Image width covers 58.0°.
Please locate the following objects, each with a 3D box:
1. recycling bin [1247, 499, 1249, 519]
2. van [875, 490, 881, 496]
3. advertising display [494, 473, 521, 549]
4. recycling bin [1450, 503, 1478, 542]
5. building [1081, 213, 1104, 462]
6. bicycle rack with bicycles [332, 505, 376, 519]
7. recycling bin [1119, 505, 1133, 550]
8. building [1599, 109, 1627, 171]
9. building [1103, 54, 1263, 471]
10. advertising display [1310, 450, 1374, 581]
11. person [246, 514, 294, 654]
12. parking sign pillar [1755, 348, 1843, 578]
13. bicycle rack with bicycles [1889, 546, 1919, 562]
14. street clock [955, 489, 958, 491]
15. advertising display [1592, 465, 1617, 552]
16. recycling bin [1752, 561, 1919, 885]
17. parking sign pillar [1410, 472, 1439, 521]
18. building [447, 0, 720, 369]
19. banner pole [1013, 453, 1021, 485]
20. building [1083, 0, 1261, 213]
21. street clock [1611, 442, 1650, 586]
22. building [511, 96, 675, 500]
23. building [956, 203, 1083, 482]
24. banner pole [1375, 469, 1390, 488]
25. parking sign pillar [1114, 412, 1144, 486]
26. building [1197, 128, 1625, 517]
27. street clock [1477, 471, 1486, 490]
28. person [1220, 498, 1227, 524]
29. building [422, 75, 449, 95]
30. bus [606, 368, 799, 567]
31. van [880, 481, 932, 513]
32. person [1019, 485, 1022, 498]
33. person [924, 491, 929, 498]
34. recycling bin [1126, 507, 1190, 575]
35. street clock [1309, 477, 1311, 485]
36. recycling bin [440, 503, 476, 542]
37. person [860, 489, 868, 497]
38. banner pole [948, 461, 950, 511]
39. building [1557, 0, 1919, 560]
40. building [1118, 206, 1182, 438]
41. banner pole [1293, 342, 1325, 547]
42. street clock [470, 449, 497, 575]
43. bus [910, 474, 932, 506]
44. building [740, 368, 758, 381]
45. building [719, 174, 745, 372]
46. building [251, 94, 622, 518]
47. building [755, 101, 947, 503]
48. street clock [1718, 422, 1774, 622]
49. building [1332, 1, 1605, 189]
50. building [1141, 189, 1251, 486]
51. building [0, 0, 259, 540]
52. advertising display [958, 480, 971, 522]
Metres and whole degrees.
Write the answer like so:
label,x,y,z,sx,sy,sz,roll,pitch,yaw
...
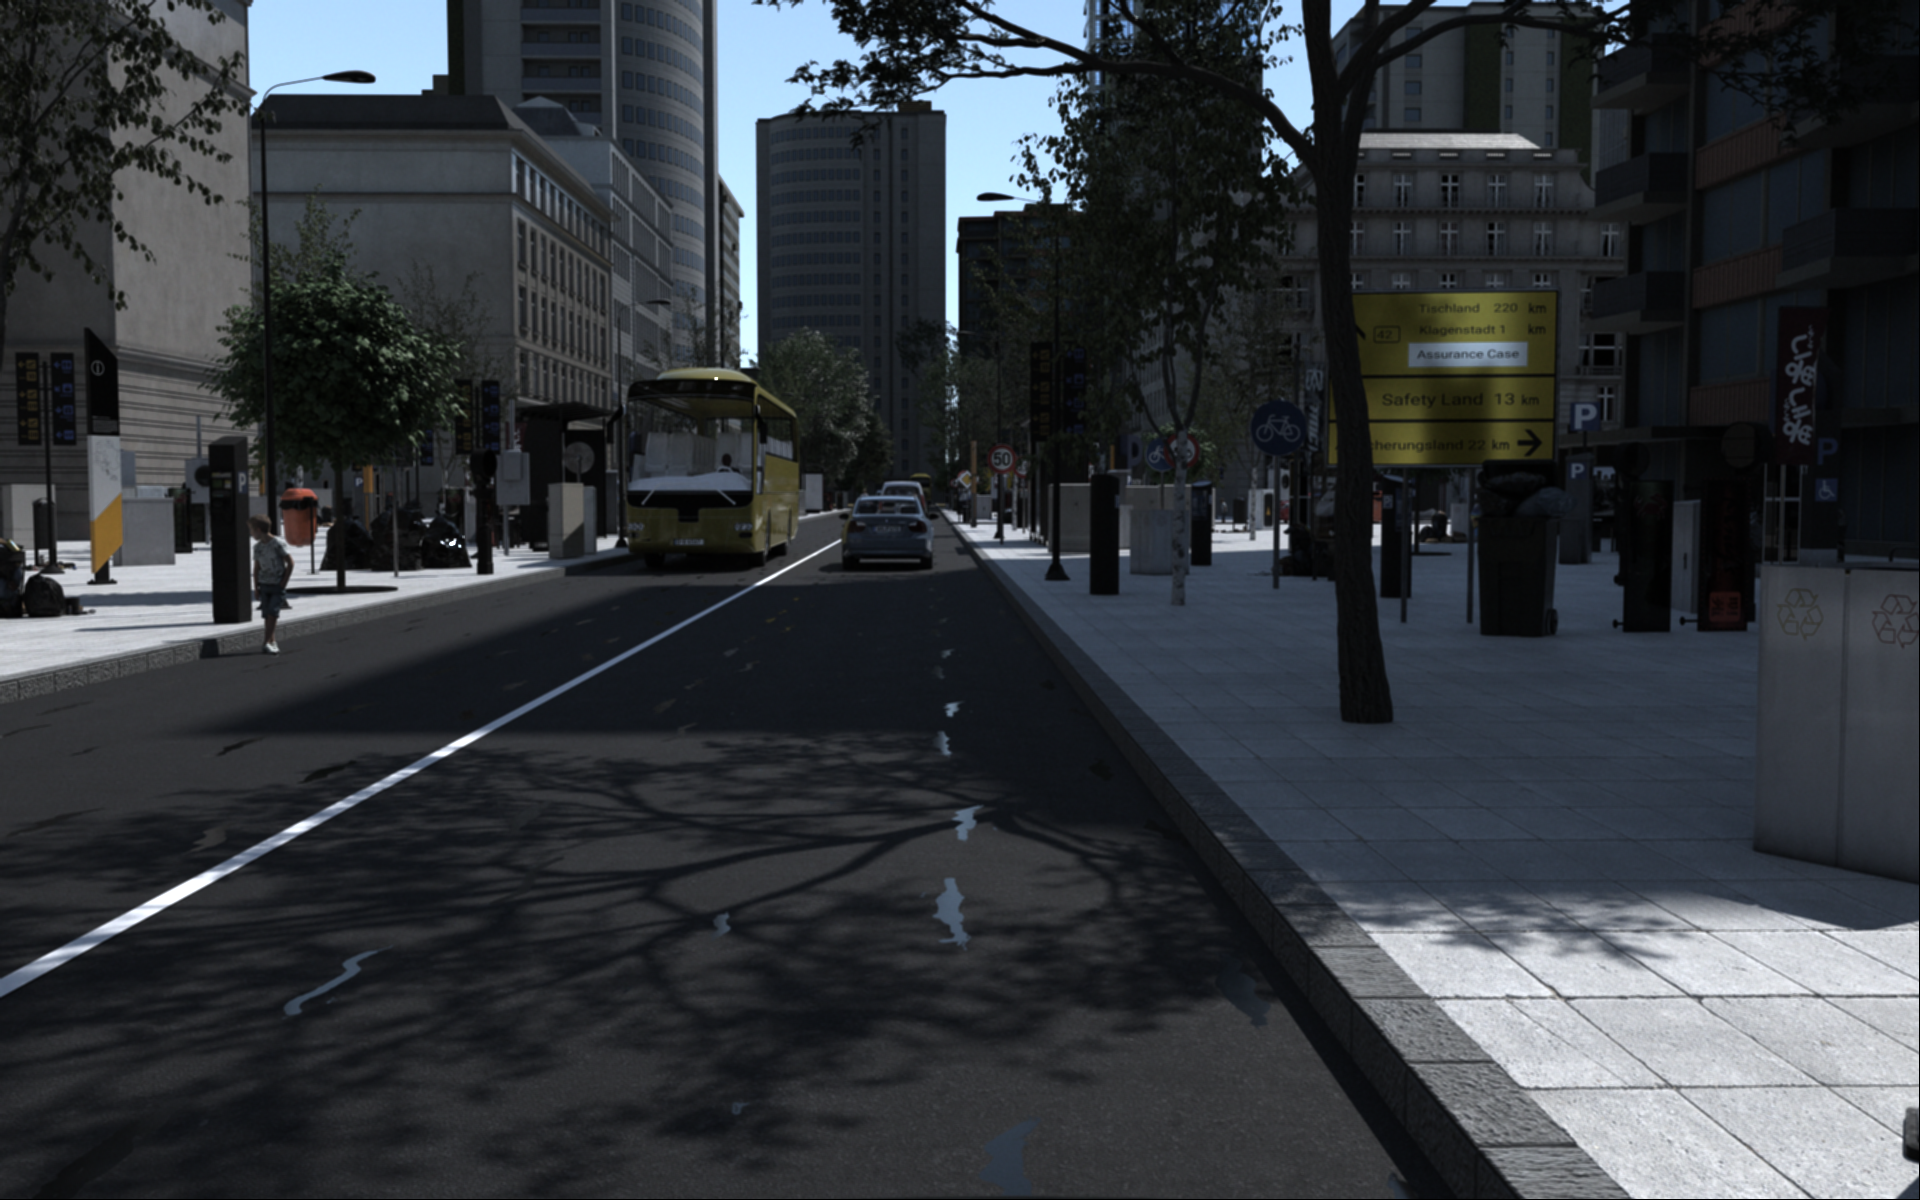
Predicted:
label,x,y,z,sx,sy,sz,roll,pitch,yaw
recycling bin,14.943,-4.601,87.779,0.722,1.027,0.722,-1,4,-21
van,-7.446,-9.844,167.968,2.013,2.044,4.112,0,4,-3
advertising display,-10.623,-2.169,40.675,0.123,1.923,0.974,1,4,18
recycling bin,13.657,-2.090,46.723,0.722,1.027,0.722,2,4,25
building,19.315,-24.938,179.440,14.160,30.474,14.107,0,4,-1
bicycle rack with bicycles,-28.056,-4.149,81.219,2.925,0.926,2.852,-1,4,-10
recycling bin,3.531,-1.694,40.244,0.722,1.027,0.722,3,5,41
building,48.825,-17.239,99.883,19.932,24.808,12.078,0,4,-1
building,20.557,-29.448,165.063,14.154,41.232,14.086,0,4,-1
advertising display,5.600,-1.237,25.438,0.974,1.923,0.123,3,5,41
person,-6.209,-0.148,15.607,0.352,1.250,0.332,-3,5,-45
parking sign pillar,12.909,-2.326,26.501,1.447,3.967,1.447,0,4,-4
bicycle rack with bicycles,13.250,-0.529,22.035,2.852,0.926,2.925,-1,4,-11
street clock,-0.245,-8.976,151.334,0.471,2.002,0.358,3,4,37
advertising display,14.023,-2.029,38.381,0.974,1.923,0.123,1,4,19
recycling bin,3.323,0.396,6.078,0.722,1.027,0.722,-2,4,-29
parking sign pillar,22.049,-5.719,81.984,1.447,3.967,1.447,-2,4,-25
building,-35.526,-38.273,167.755,21.231,58.520,28.212,0,4,-1
banner pole,3.095,-6.309,93.168,0.401,3.779,0.863,3,5,41
building,22.934,-54.303,200.523,22.319,86.520,31.000,0,4,-1
street clock,9.331,-1.197,24.144,0.471,2.002,0.358,-1,4,-19
building,-30.349,-22.016,137.449,11.434,29.767,29.804,0,4,-1
building,12.283,-37.243,263.550,28.867,44.769,22.147,0,4,-1
banner pole,34.381,-9.255,141.334,0.401,3.779,0.863,-3,5,-42
parking sign pillar,5.563,-4.190,56.972,1.447,3.967,1.447,2,4,34
building,26.676,-15.841,100.797,24.055,21.916,13.314,0,4,-1
street clock,15.815,-2.913,52.192,0.471,2.002,0.358,1,4,13
person,11.717,-3.908,77.078,0.352,1.250,0.332,2,4,33
building,-60.551,-35.555,205.033,21.600,48.544,21.300,0,4,-1
bus,-5.125,-2.805,37.403,2.896,3.916,12.252,0,4,-2
van,-1.945,-3.152,58.547,2.013,2.044,4.112,0,4,-1
person,2.553,-4.089,75.167,0.447,1.846,0.655,-1,4,-14
person,-3.769,-10.632,183.117,1.217,1.735,0.721,-2,4,-29
recycling bin,3.194,-0.927,27.716,0.722,1.027,0.722,-2,4,-25
street clock,13.664,-3.801,66.708,0.471,2.002,0.358,1,4,17
recycling bin,-13.518,-2.089,46.703,0.722,1.027,0.722,2,4,30
person,-5.318,-5.430,97.957,0.731,1.740,0.598,0,4,5
banner pole,-0.823,-8.552,129.849,0.401,3.779,0.863,0,4,7
building,28.254,-23.626,40.909,22.147,44.769,28.867,0,4,-1
building,22.011,-18.811,140.845,16.112,22.955,30.059,0,4,-1
banner pole,5.752,-2.369,28.754,0.863,3.779,0.401,-2,4,-32
street clock,-7.589,-1.410,27.628,0.358,2.002,0.471,1,4,15
bus,-4.735,-13.210,207.526,2.896,3.916,12.252,0,4,-1
building,-45.215,-25.711,265.420,28.899,21.520,27.650,0,4,-1
building,-37.651,-31.081,200.057,23.993,40.220,32.217,0,4,-1
building,-31.644,-16.787,107.751,16.112,22.955,30.059,0,4,-1
building,-16.244,-44.049,262.193,28.212,58.520,21.231,0,4,-1
street clock,7.872,-0.784,17.390,0.358,2.002,0.471,-2,4,-32
building,59.308,-40.681,207.136,28.212,58.520,21.231,0,4,-1
building,18.550,-16.067,117.439,10.420,20.320,16.860,0,4,-1
building,-33.105,-13.201,52.001,21.152,22.565,11.583,0,4,-1
advertising display,0.303,-4.539,79.419,0.974,1.923,0.123,3,4,38
